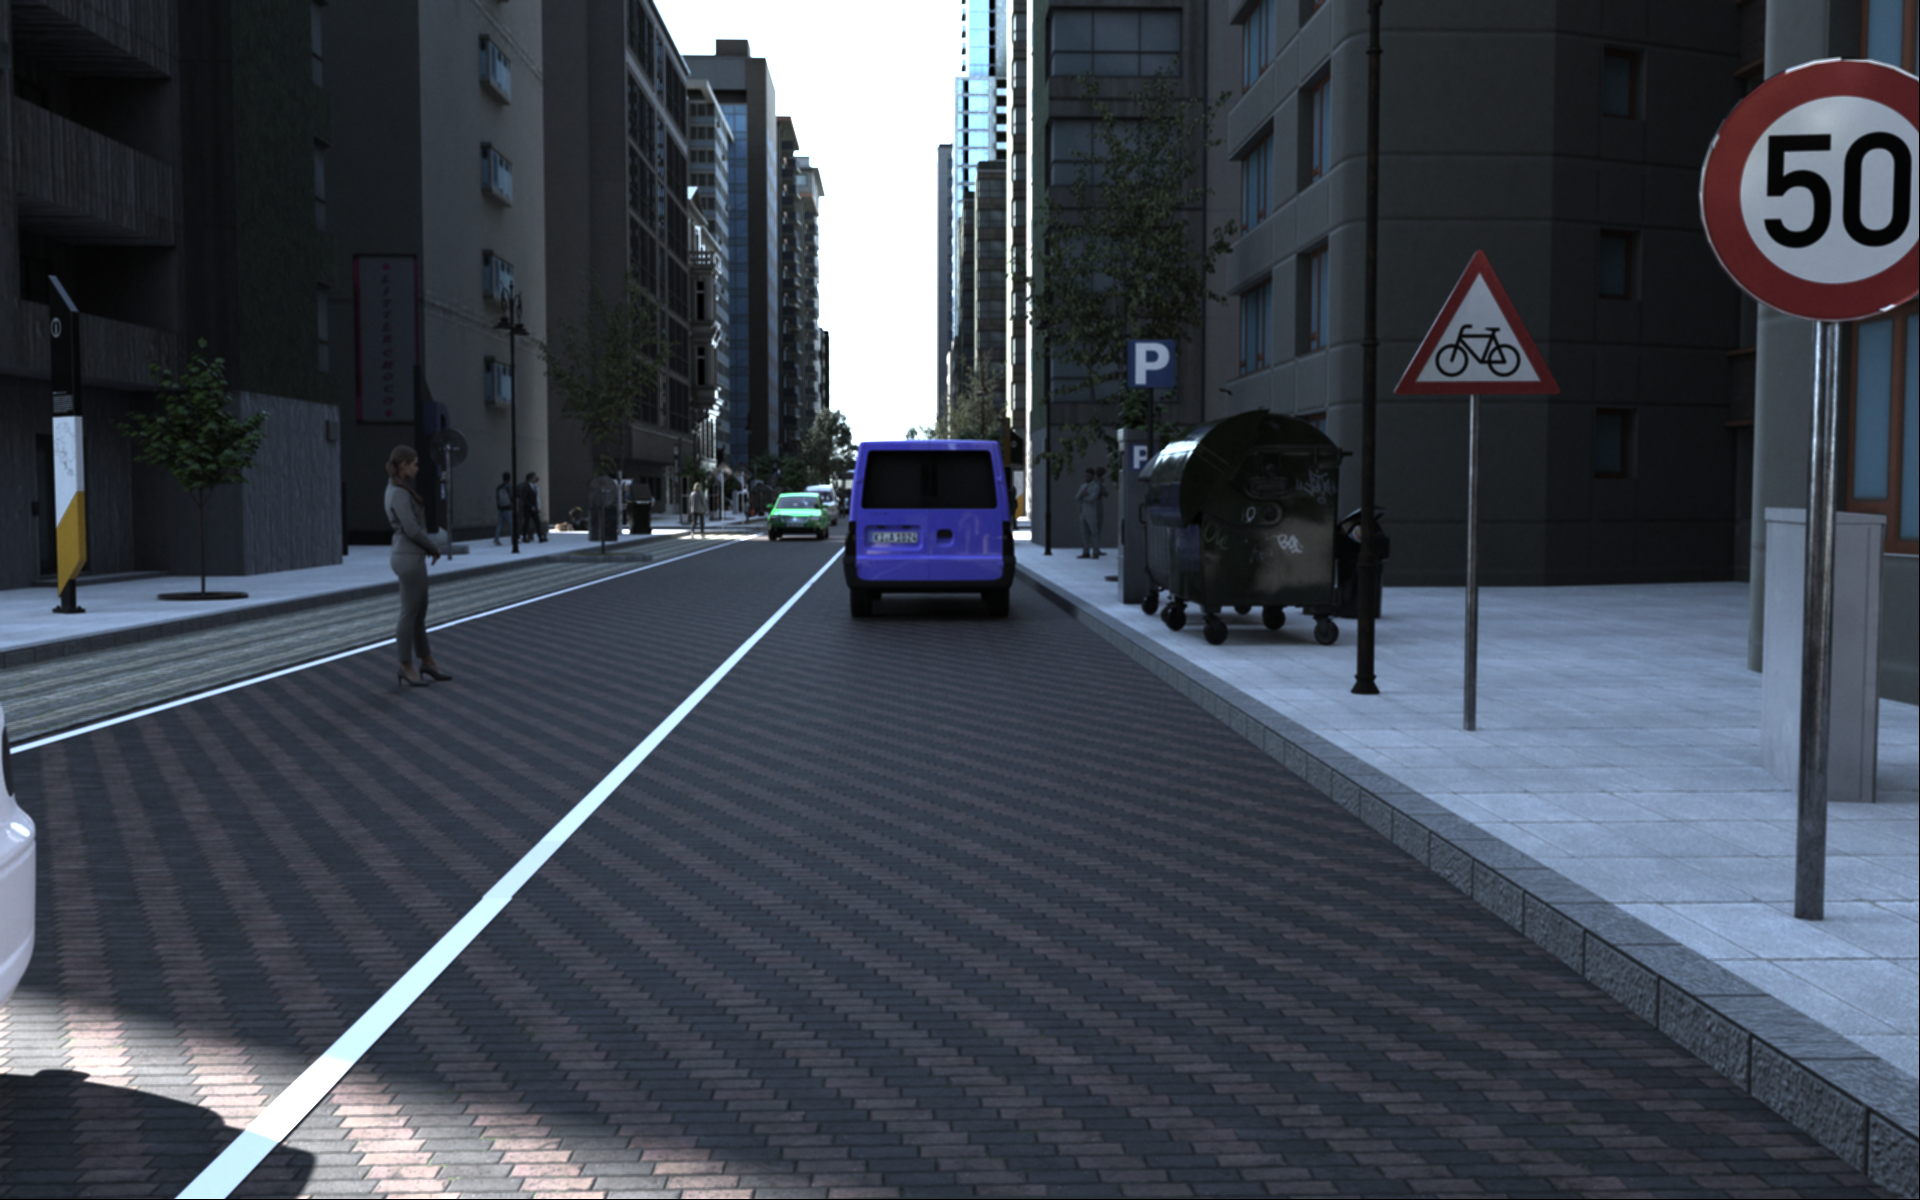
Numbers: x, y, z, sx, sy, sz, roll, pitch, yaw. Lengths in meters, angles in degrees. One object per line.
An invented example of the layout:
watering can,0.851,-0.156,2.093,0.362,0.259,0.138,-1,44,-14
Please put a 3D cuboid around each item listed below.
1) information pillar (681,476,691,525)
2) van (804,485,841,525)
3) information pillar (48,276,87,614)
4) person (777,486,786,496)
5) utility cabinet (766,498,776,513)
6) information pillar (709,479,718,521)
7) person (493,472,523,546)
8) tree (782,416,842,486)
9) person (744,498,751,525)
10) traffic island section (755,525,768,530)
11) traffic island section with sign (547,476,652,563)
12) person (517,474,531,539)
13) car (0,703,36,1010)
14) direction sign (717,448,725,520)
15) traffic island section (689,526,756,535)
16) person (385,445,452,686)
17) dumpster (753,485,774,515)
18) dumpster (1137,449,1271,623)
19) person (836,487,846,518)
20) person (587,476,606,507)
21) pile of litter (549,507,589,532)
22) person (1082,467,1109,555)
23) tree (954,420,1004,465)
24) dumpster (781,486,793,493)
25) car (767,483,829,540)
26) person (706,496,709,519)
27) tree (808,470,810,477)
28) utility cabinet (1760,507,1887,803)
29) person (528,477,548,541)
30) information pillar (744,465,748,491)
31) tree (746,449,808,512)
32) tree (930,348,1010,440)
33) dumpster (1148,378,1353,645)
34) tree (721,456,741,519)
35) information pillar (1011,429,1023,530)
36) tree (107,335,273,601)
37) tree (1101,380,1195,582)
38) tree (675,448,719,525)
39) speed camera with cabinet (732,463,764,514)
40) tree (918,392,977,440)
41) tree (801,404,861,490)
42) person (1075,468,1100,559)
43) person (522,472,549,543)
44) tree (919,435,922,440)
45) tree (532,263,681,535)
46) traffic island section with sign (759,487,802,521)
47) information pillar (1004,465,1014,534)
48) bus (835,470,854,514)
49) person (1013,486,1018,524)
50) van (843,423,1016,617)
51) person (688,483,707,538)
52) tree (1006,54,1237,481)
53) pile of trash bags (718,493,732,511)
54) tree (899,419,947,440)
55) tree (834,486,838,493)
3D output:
information pillar,-11.268,-4.086,71.305,0.304,2.012,0.304,1,4,12
van,-6.536,-4.483,80.304,2.013,2.044,4.112,0,4,-3
information pillar,-9.565,-1.664,18.561,0.504,3.616,0.183,3,4,36
person,-8.357,-4.505,82.399,0.600,1.795,0.529,2,4,31
utility cabinet,-12.580,-6.655,117.490,1.173,1.500,0.318,1,4,13
information pillar,-11.868,-4.821,83.320,0.304,2.012,0.304,2,4,33
person,-11.251,-2.253,42.860,0.713,1.824,0.794,-3,5,-41
tree,-14.246,-12.940,161.938,4.360,8.622,3.978,0,3,0
person,-9.854,-4.109,80.373,0.352,1.250,0.332,0,4,4
traffic island section,-8.763,-2.898,69.670,2.009,0.180,2.903,0,4,-2
traffic island section with sign,-7.603,-1.721,36.774,1.989,1.847,2.006,0,4,-2
person,-12.450,-2.670,49.499,0.655,1.846,0.447,-1,4,-16
car,-2.984,0.629,2.076,2.083,1.381,4.827,0,4,-2
direction sign,-11.930,-5.764,86.237,0.379,3.537,0.876,-2,4,-27
traffic island section,-8.480,-2.410,61.690,2.009,0.180,2.903,0,4,-2
person,-4.034,-0.258,12.998,0.573,1.790,0.520,-3,4,-38
dumpster,-12.152,-6.175,106.726,1.264,1.857,1.865,0,4,-2
dumpster,2.551,-0.728,17.666,1.264,1.857,1.865,0,4,-2
person,-7.227,-5.893,104.820,0.622,1.834,0.822,0,4,-8
person,-10.395,-2.653,49.601,0.590,1.801,0.661,0,4,-1
pile of litter,-13.456,-2.796,59.684,1.176,0.858,1.719,3,5,42
person,2.853,-1.868,36.384,0.447,1.846,0.655,-3,5,-42
tree,0.886,-5.689,76.732,4.285,4.588,4.351,0,3,0
dumpster,-13.016,-7.487,128.177,1.264,1.857,1.865,0,4,-2
car,-5.147,-2.852,55.429,1.959,1.807,4.718,0,4,-2
person,-12.902,-5.102,89.694,0.641,1.798,0.478,-1,4,-19
tree,-13.418,-9.282,135.470,4.285,4.588,4.351,0,3,0
utility cabinet,3.807,0.214,7.669,0.306,1.237,1.020,1,4,15
person,-11.392,-2.461,46.499,0.641,1.798,0.478,-1,4,-16
information pillar,-17.508,-9.184,141.515,0.183,3.616,0.504,-3,4,-37
tree,-13.872,-8.660,125.301,4.285,4.588,4.351,0,3,0
tree,0.696,-8.406,87.803,4.360,8.622,3.978,0,3,0
dumpster,2.552,-0.791,15.427,1.502,2.255,1.985,0,4,-2
tree,-11.809,-5.703,87.843,1.663,3.219,1.824,0,3,0
information pillar,2.010,-4.309,61.804,0.504,3.616,0.183,1,4,11
tree,-9.188,-1.627,21.207,1.663,3.219,1.824,0,3,0
tree,2.619,-1.889,25.493,1.663,3.219,1.824,0,3,0
tree,-11.195,-4.761,72.450,1.663,3.219,1.824,0,3,0
speed camera with cabinet,-13.517,-7.100,110.413,2.038,3.252,0.660,-3,5,-39
tree,-0.426,-10.666,124.751,4.737,8.622,4.395,0,3,0
tree,-16.260,-18.550,220.305,9.611,12.733,9.660,0,3,0
person,2.520,-1.726,34.436,0.511,1.800,0.466,3,4,36
person,-11.218,-2.432,45.587,0.755,1.850,0.659,2,4,25
tree,-4.256,-16.266,216.317,4.360,8.622,3.978,0,3,0
tree,-10.968,-6.364,54.416,4.737,8.622,4.395,0,3,0
traffic island section with sign,-9.550,-5.074,91.584,1.989,1.847,2.006,0,4,-2
information pillar,1.212,-2.442,44.412,0.304,2.012,0.304,0,4,6
bus,-7.531,-8.180,128.603,2.948,3.499,13.247,0,4,-1
person,1.240,-2.372,45.186,0.532,1.782,0.716,2,4,28
van,-0.373,-1.070,21.872,2.240,2.365,5.245,0,4,-1
person,-8.599,-2.916,56.355,0.709,1.800,0.728,1,4,22
tree,2.847,-4.852,29.699,4.737,8.622,4.395,0,3,0
pile of trash bags,-17.748,-7.521,132.719,3.447,1.369,1.912,3,5,44
tree,-5.206,-19.133,238.580,9.928,11.665,9.643,0,3,0
tree,-17.858,-15.746,252.054,1.663,3.219,1.824,0,3,0
